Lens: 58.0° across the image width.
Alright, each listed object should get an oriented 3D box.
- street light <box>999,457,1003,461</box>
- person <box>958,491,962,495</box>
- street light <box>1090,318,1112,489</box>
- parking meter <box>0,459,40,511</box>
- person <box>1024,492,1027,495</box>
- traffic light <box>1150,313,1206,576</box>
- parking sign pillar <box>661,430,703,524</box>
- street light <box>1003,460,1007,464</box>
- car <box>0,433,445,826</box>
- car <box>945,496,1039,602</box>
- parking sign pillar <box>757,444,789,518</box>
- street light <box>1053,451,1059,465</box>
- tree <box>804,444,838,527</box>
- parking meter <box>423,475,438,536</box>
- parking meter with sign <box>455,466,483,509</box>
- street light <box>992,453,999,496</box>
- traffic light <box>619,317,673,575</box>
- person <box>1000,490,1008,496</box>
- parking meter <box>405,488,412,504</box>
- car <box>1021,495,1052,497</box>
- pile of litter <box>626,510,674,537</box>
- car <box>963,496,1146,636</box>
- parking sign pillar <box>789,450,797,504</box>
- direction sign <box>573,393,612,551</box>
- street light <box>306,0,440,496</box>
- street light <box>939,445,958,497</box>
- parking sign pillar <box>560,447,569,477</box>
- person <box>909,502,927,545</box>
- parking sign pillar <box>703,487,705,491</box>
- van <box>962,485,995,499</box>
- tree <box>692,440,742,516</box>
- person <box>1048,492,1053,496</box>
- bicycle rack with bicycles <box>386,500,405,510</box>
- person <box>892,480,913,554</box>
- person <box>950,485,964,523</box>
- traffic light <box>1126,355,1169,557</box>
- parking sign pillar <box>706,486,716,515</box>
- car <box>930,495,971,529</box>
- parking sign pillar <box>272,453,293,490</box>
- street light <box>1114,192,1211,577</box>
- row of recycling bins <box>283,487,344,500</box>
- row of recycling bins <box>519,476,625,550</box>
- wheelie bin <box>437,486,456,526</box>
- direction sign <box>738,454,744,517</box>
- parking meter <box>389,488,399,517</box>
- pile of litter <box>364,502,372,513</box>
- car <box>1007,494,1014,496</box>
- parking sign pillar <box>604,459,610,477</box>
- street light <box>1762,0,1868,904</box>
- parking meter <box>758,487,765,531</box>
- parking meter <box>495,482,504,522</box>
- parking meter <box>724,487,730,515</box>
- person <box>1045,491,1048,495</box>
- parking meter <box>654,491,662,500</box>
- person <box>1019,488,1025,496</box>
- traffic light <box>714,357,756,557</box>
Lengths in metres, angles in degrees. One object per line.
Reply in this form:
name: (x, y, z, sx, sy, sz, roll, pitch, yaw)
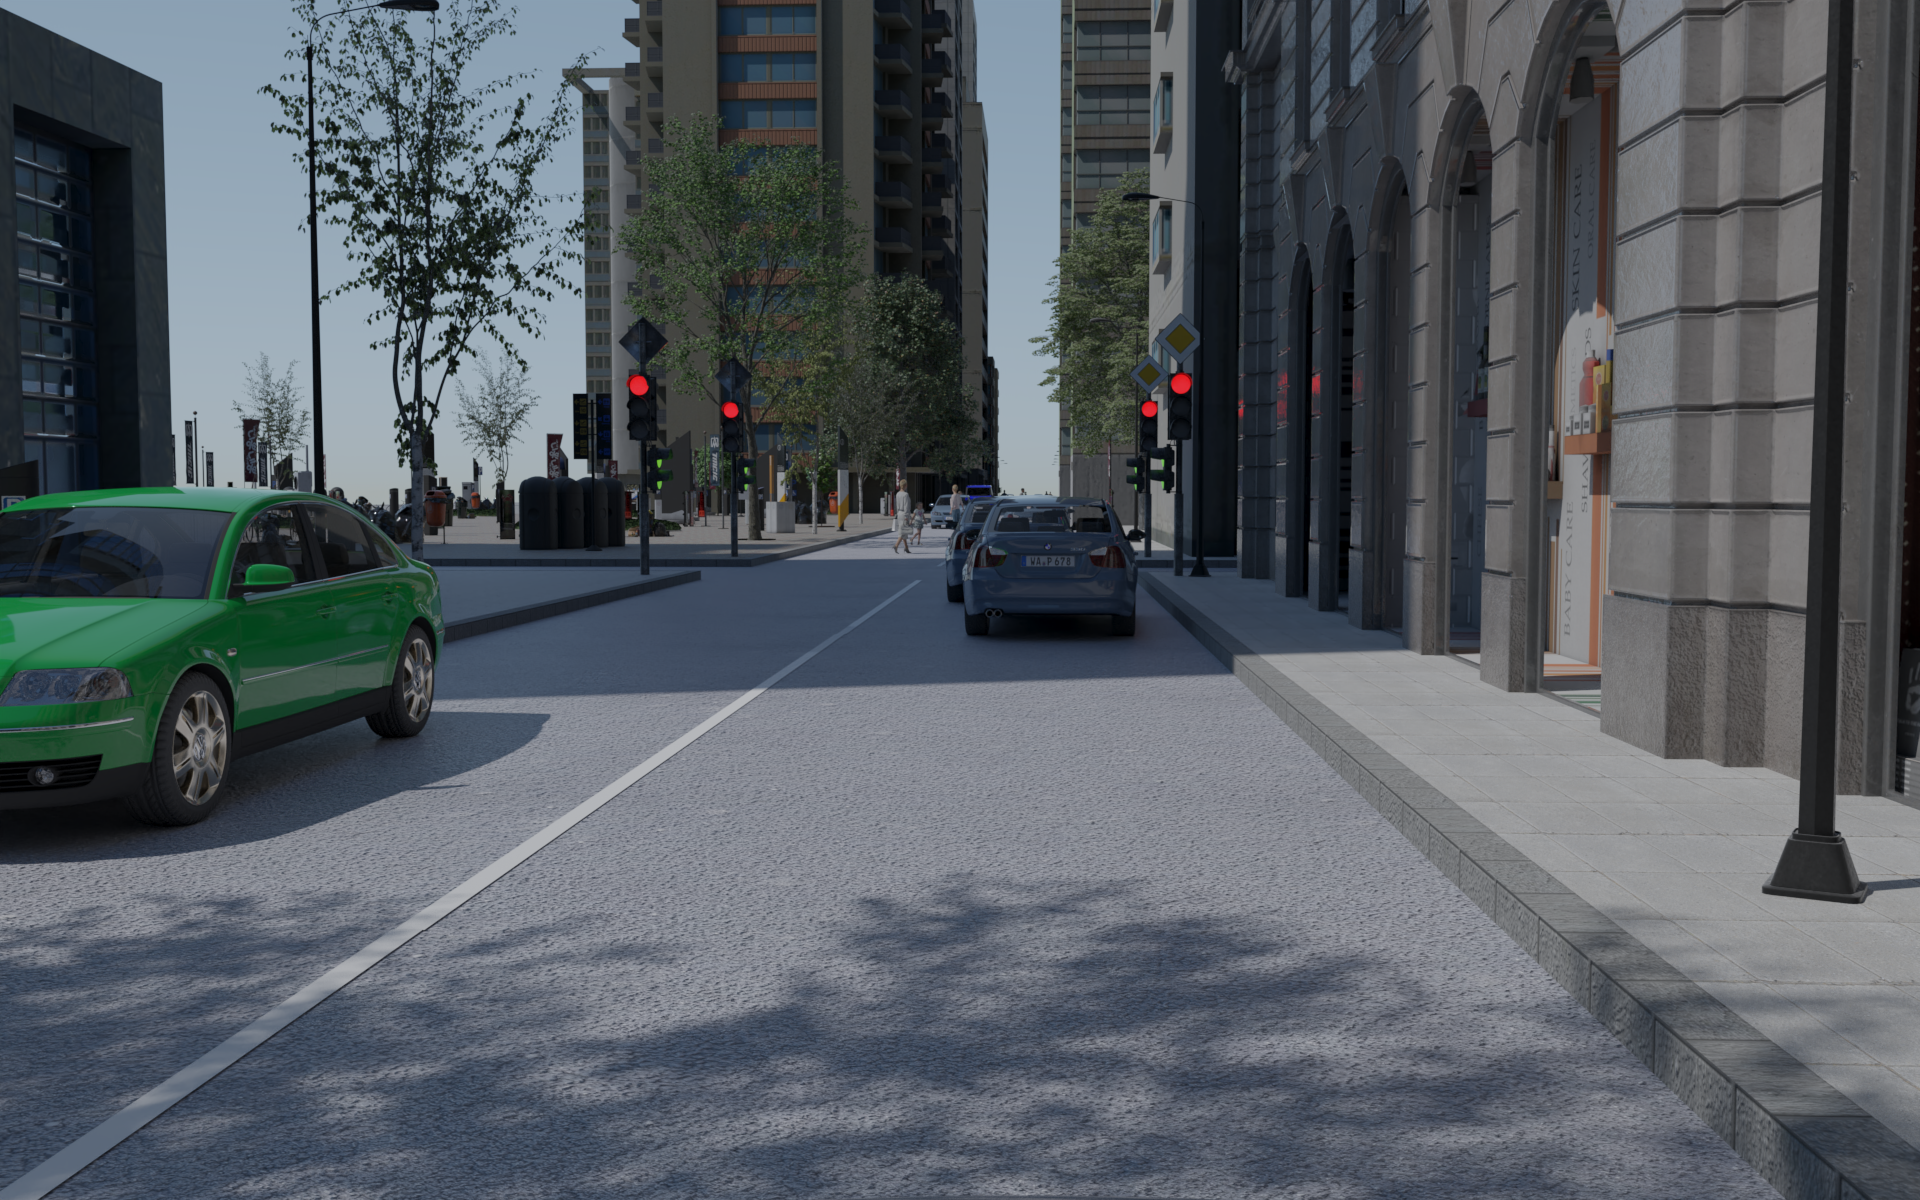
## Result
street light: (4.271, -14.908, 216.282, 1.470, 5.913, 1.316, 0, 4, 3)
person: (-0.017, -6.043, 109.105, 0.330, 1.601, 0.589, 0, 4, 7)
street light: (4.124, -4.481, 45.807, 1.470, 5.913, 1.316, 0, 4, 3)
parking meter: (-6.902, -0.258, 12.622, 0.372, 1.533, 0.369, 0, 3, 0)
person: (8.371, -12.767, 217.963, 0.721, 1.743, 1.217, 2, 4, 24)
traffic light: (3.406, -2.332, 27.055, 0.839, 4.253, 0.868, 0, 4, 3)
parking sign pillar: (-12.029, -5.213, 73.711, 1.447, 3.967, 1.447, 1, 4, 13)
street light: (5.385, -16.205, 237.493, 1.470, 5.913, 1.316, 0, 4, 3)
car: (-4.122, -0.006, 8.895, 1.959, 1.807, 4.718, 0, 4, 2)
car: (0.765, -0.748, 24.236, 2.014, 1.417, 4.499, 0, 4, 3)
parking sign pillar: (-10.232, -6.359, 92.449, 1.447, 3.967, 1.447, 1, 4, 19)
street light: (11.061, -13.060, 186.074, 1.470, 5.913, 1.316, 0, 4, 3)
tree: (-5.227, -4.429, 67.021, 1.663, 3.219, 1.824, 0, 3, 0)
parking meter: (-16.374, -2.929, 53.608, 0.255, 1.863, 0.399, 2, 4, 25)
parking meter with sign: (-31.147, -6.938, 109.698, 1.738, 3.016, 0.543, 1, 4, 12)
street light: (3.316, -13.608, 195.030, 1.470, 5.913, 1.316, 0, 4, 3)
traffic light: (-4.996, -2.356, 27.445, 0.839, 4.253, 0.868, 0, 4, 3)
person: (4.079, -9.181, 158.595, 1.348, 1.826, 0.705, 1, 4, 20)
parking meter: (-23.619, -4.031, 74.316, 0.372, 1.533, 0.369, 0, 3, 0)
car: (2.020, -2.059, 45.666, 2.014, 1.417, 4.499, 0, 4, 3)
pile of litter: (-9.491, -2.334, 52.123, 1.719, 0.858, 1.176, 0, 4, -3)
car: (1.019, -0.415, 18.794, 2.014, 1.417, 4.499, 0, 4, 5)
parking sign pillar: (-10.116, -6.999, 102.912, 1.447, 3.967, 1.447, -2, 4, -27)
direction sign: (-8.261, -2.873, 38.976, 0.876, 3.537, 0.379, 0, 4, 5)
street light: (-5.551, -2.679, 16.338, 1.470, 5.913, 1.316, 0, 4, 3)
street light: (-0.750, -8.561, 112.521, 1.470, 5.913, 1.316, 0, 4, 3)
parking sign pillar: (-20.712, -6.183, 89.557, 1.447, 3.967, 1.447, -3, 5, -39)
person: (-1.165, -2.160, 48.824, 0.505, 1.210, 0.382, -3, 5, -44)
parking sign pillar: (-13.089, -5.730, 82.165, 1.447, 3.967, 1.447, 0, 4, 7)
van: (1.289, -6.881, 116.895, 2.240, 2.365, 5.245, 0, 4, 2)
tree: (-14.163, -7.153, 100.668, 4.285, 4.588, 4.351, 0, 3, 0)
person: (12.090, -13.613, 231.601, 0.617, 1.759, 0.750, 1, 4, 16)
bicycle rack with bicycles: (-32.052, -5.449, 102.473, 2.925, 0.926, 2.852, 1, 4, 16)
person: (-1.406, -2.006, 41.658, 0.624, 1.780, 0.694, -1, 4, -23)
person: (0.012, -3.013, 58.437, 0.598, 1.740, 0.731, 1, 4, 18)
traffic light: (3.792, -2.820, 35.031, 0.839, 4.253, 0.868, 0, 4, 3)
parking sign pillar: (-15.570, -7.135, 105.135, 1.447, 3.967, 1.447, 1, 4, 17)
car: (-0.242, -3.704, 72.558, 2.014, 1.417, 4.499, 0, 4, 3)
parking sign pillar: (-43.808, -7.557, 112.030, 1.447, 3.967, 1.447, 2, 4, 32)
street light: (3.193, -3.319, 26.807, 1.470, 5.913, 1.316, 0, 4, 3)
row of recycling bins: (-37.021, -5.629, 99.150, 3.534, 1.692, 1.069, 0, 4, -1)
row of recycling bins: (-9.130, -2.082, 41.161, 1.069, 1.692, 3.534, 2, 4, 24)
wheelie bin: (-20.409, -3.709, 68.544, 0.980, 1.594, 0.693, -3, 5, -42)
direction sign: (-12.286, -6.426, 97.070, 0.379, 3.537, 0.876, -2, 4, -23)
parking meter: (-23.447, -3.876, 71.775, 0.372, 1.533, 0.369, 0, 3, 0)
pile of litter: (-32.994, -5.009, 95.855, 1.176, 0.858, 1.719, -2, 4, -25)
car: (5.003, -10.394, 180.167, 2.015, 1.641, 3.980, 0, 4, 3)
parking sign pillar: (-22.670, -7.488, 110.904, 1.447, 3.967, 1.447, 0, 4, -3)
street light: (2.221, -2.013, 5.449, 1.470, 5.913, 1.316, 0, 4, 3)
parking meter: (-7.010, -3.181, 60.414, 0.372, 1.533, 0.369, 0, 3, 0)
parking meter: (-21.340, -4.564, 80.335, 0.399, 1.863, 0.255, -1, 4, -15)
parking meter: (-14.104, -6.041, 104.479, 0.399, 1.863, 0.255, 2, 4, 29)
person: (12.615, -14.985, 253.139, 1.348, 1.869, 0.705, -3, 4, -36)
parking meter: (-15.352, -5.051, 88.290, 0.399, 1.863, 0.255, 1, 4, 11)
person: (3.671, -5.778, 103.236, 0.850, 1.792, 0.678, 1, 4, 10)
traffic light: (-4.610, -2.844, 35.420, 0.839, 4.253, 0.868, 0, 4, 3)
